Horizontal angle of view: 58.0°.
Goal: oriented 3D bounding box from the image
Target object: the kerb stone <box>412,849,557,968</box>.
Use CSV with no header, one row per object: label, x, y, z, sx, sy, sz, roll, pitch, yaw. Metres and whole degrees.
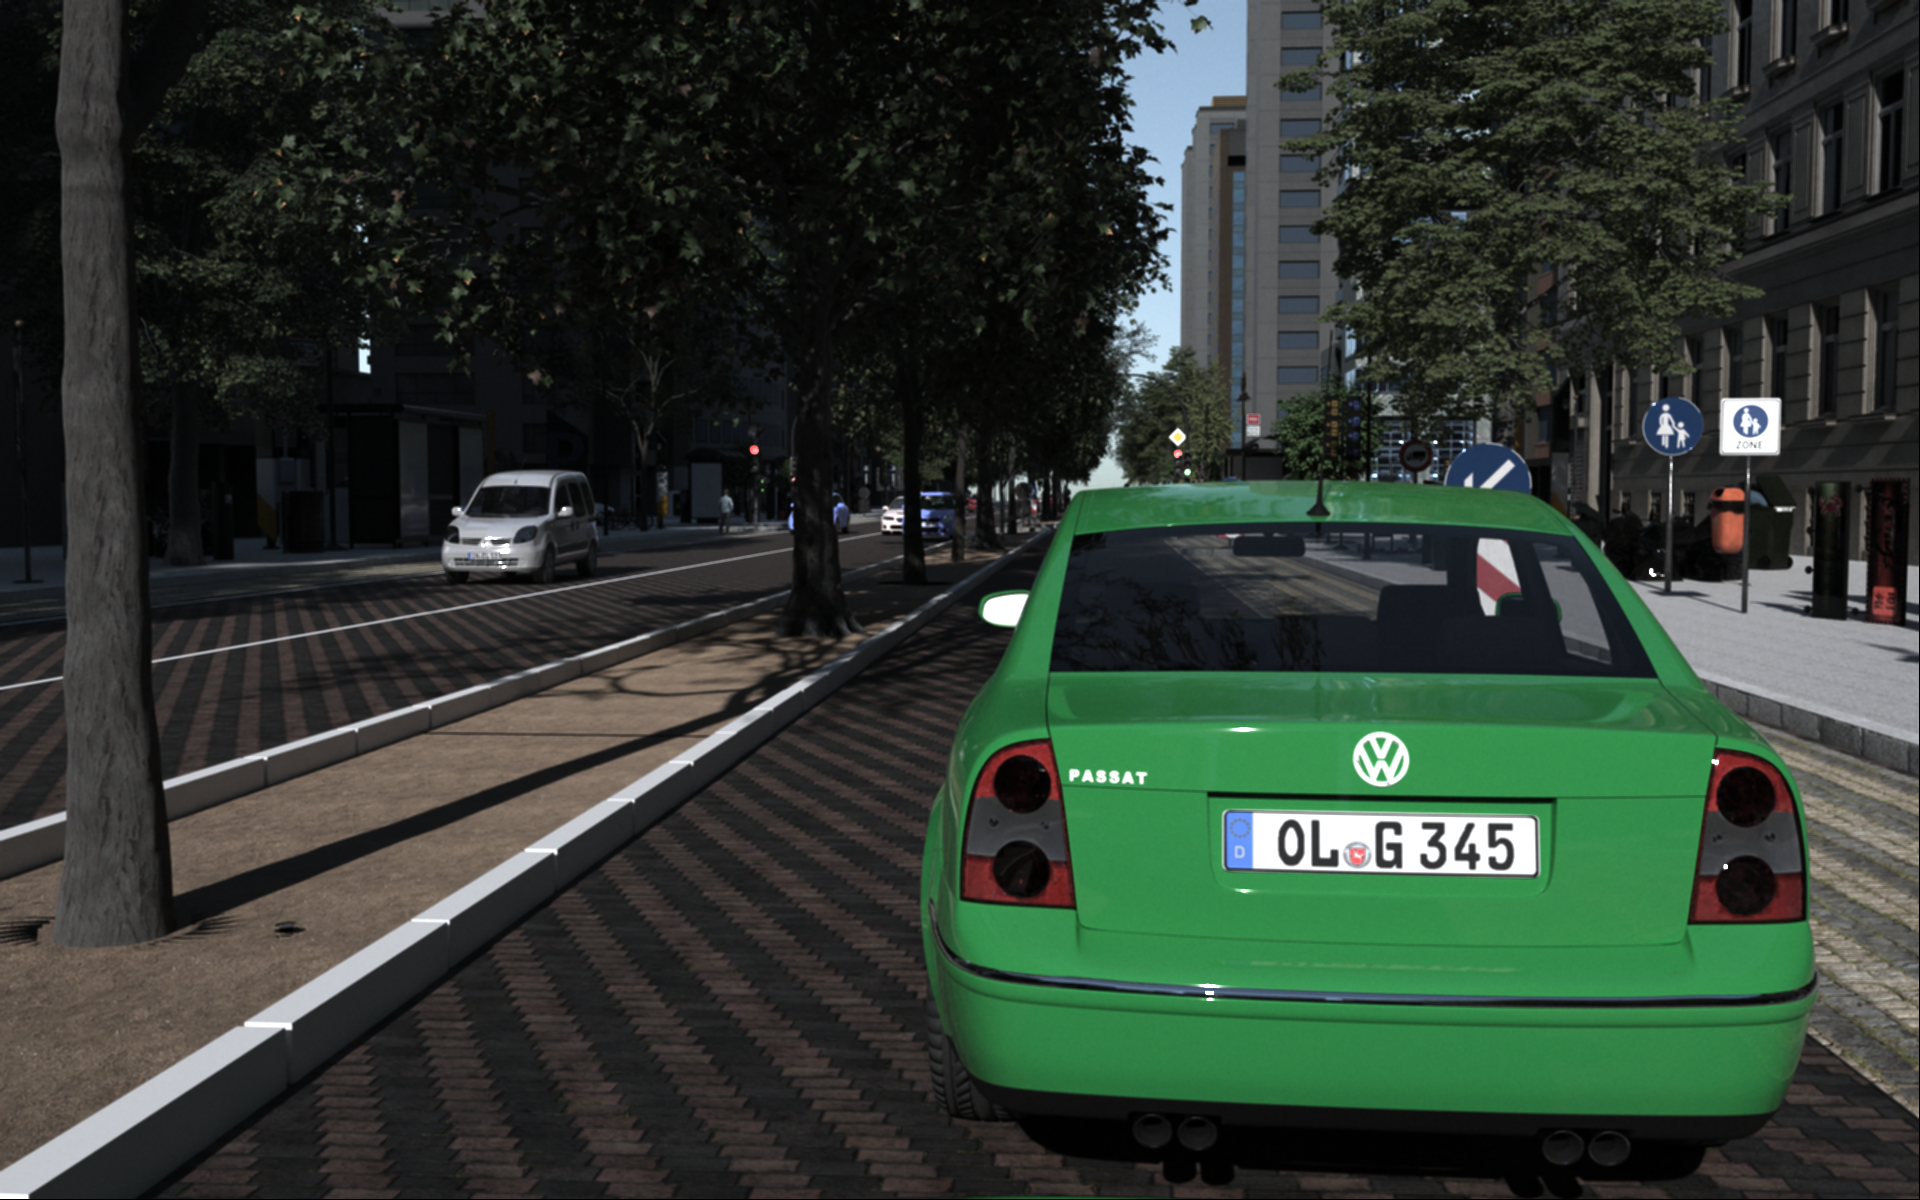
kerb stone,-1.558,1.010,5.730,0.120,0.150,1.000,0,4,5

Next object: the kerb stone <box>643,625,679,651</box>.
kerb stone,-2.812,0.373,16.095,0.120,0.150,1.000,0,4,5

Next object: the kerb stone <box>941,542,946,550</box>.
kerb stone,-0.532,-1.312,43.717,0.120,0.150,1.000,0,4,5

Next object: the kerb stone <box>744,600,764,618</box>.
kerb stone,-2.471,0.130,20.189,0.120,0.150,1.000,0,4,5

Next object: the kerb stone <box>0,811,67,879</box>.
kerb stone,-3.568,0.935,6.903,0.120,0.150,1.000,0,4,5

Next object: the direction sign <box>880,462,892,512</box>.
direction sign,-5.244,-7.977,122.413,0.876,3.537,0.379,0,4,3

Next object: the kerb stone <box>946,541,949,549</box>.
kerb stone,-0.450,-1.379,44.739,0.120,0.150,1.000,0,4,5

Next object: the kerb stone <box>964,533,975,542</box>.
kerb stone,0.303,-1.937,53.929,0.120,0.150,1.000,0,4,5

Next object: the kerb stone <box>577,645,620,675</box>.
kerb stone,-2.975,0.504,14.056,0.120,0.150,1.000,0,4,5

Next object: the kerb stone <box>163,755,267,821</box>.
kerb stone,-3.481,0.873,7.921,0.120,0.150,1.000,0,4,5

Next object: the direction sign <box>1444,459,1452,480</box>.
direction sign,31.455,-7.276,110.967,0.876,3.537,0.379,0,4,6

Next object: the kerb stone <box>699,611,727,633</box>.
kerb stone,-2.637,0.248,18.139,0.120,0.150,1.000,0,4,5

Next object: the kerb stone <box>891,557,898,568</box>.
kerb stone,-1.371,-0.687,33.495,0.120,0.150,1.000,0,4,5

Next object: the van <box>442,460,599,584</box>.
van,-7.287,-1.339,28.912,2.013,2.044,4.112,0,4,3

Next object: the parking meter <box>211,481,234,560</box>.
parking meter,-14.361,-1.549,33.738,0.372,1.533,0.369,0,3,0

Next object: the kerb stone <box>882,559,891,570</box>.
kerb stone,-1.458,-0.629,32.472,0.120,0.150,1.000,0,4,5

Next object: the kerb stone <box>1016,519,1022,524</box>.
kerb stone,3.043,-3.971,87.123,0.120,0.150,1.000,0,4,5

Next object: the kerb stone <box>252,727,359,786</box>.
kerb stone,-3.392,0.811,8.941,0.120,0.150,1.000,0,4,5

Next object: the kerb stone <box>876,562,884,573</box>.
kerb stone,-1.552,-0.566,31.451,0.120,0.150,1.000,0,4,5

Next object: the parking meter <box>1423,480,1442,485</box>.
parking meter,8.644,-1.421,31.641,0.372,1.533,0.369,0,3,0

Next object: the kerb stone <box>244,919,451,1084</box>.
kerb stone,-1.637,1.070,4.703,0.120,0.150,1.000,0,4,5

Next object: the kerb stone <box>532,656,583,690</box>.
kerb stone,-3.063,0.560,13.037,0.120,0.150,1.000,0,4,5

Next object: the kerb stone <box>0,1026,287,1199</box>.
kerb stone,-1.724,1.133,3.677,0.120,0.150,1.000,0,4,5

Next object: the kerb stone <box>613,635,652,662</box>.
kerb stone,-2.893,0.441,15.075,0.120,0.150,1.000,0,4,5

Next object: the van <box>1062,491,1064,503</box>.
van,12.659,-13.194,222.724,2.013,2.044,4.112,0,4,3

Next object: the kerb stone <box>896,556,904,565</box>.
kerb stone,-1.288,-0.754,34.520,0.120,0.150,1.000,0,4,5

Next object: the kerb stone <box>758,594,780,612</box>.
kerb stone,-2.390,0.061,21.207,0.120,0.150,1.000,0,4,5

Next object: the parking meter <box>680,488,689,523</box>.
parking meter,-12.214,-4.180,76.751,0.372,1.533,0.369,0,3,0

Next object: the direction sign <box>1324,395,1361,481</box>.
direction sign,8.790,-2.927,39.851,0.876,3.537,0.379,-1,4,-11

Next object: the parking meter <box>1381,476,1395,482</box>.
parking meter,13.761,-3.048,55.539,0.255,1.863,0.399,2,4,26

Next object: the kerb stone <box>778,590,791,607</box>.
kerb stone,-2.296,-0.001,22.226,0.120,0.150,1.000,0,4,5

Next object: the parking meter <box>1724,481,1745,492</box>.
parking meter,14.867,-1.521,33.278,0.372,1.533,0.369,0,3,0

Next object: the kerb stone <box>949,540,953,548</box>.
kerb stone,-0.360,-1.441,45.757,0.120,0.150,1.000,0,4,5

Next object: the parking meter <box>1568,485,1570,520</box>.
parking meter,16.926,-2.460,48.632,0.372,1.533,0.369,0,3,0

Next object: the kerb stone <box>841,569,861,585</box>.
kerb stone,-1.795,-0.379,28.386,0.120,0.150,1.000,0,4,5

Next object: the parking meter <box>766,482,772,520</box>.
parking meter,-9.494,-4.927,86.263,0.255,1.863,0.399,-1,4,-13

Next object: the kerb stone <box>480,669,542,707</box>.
kerb stone,-3.141,0.623,12.015,0.120,0.150,1.000,0,4,5

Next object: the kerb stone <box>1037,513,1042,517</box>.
kerb stone,5.406,-5.722,115.753,0.120,0.150,1.000,0,4,5

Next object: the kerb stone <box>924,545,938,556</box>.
kerb stone,-0.704,-1.191,41.676,0.120,0.150,1.000,0,4,5

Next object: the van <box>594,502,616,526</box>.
van,-16.153,-3.905,70.854,4.112,2.044,2.013,0,4,5

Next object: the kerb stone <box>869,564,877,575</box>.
kerb stone,-1.633,-0.503,30.432,0.120,0.150,1.000,0,4,5

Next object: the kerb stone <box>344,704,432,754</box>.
kerb stone,-3.308,0.748,9.967,0.120,0.150,1.000,0,4,5

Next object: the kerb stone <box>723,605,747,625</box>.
kerb stone,-2.548,0.185,19.169,0.120,0.150,1.000,0,4,5

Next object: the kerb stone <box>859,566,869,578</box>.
kerb stone,-1.714,-0.441,29.408,0.120,0.150,1.000,0,4,5

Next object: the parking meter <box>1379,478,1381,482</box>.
parking meter,15.696,-3.568,64.046,0.399,1.863,0.255,0,4,7

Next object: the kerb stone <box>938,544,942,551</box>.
kerb stone,-0.617,-1.245,42.695,0.120,0.150,1.000,0,4,5

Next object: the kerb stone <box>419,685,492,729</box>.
kerb stone,-3.221,0.685,10.996,0.120,0.150,1.000,0,4,5

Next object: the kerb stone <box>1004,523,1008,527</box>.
kerb stone,2.125,-3.279,75.896,0.120,0.150,1.000,0,4,5

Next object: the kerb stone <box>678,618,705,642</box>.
kerb stone,-2.720,0.316,17.114,0.120,0.150,1.000,0,4,5
